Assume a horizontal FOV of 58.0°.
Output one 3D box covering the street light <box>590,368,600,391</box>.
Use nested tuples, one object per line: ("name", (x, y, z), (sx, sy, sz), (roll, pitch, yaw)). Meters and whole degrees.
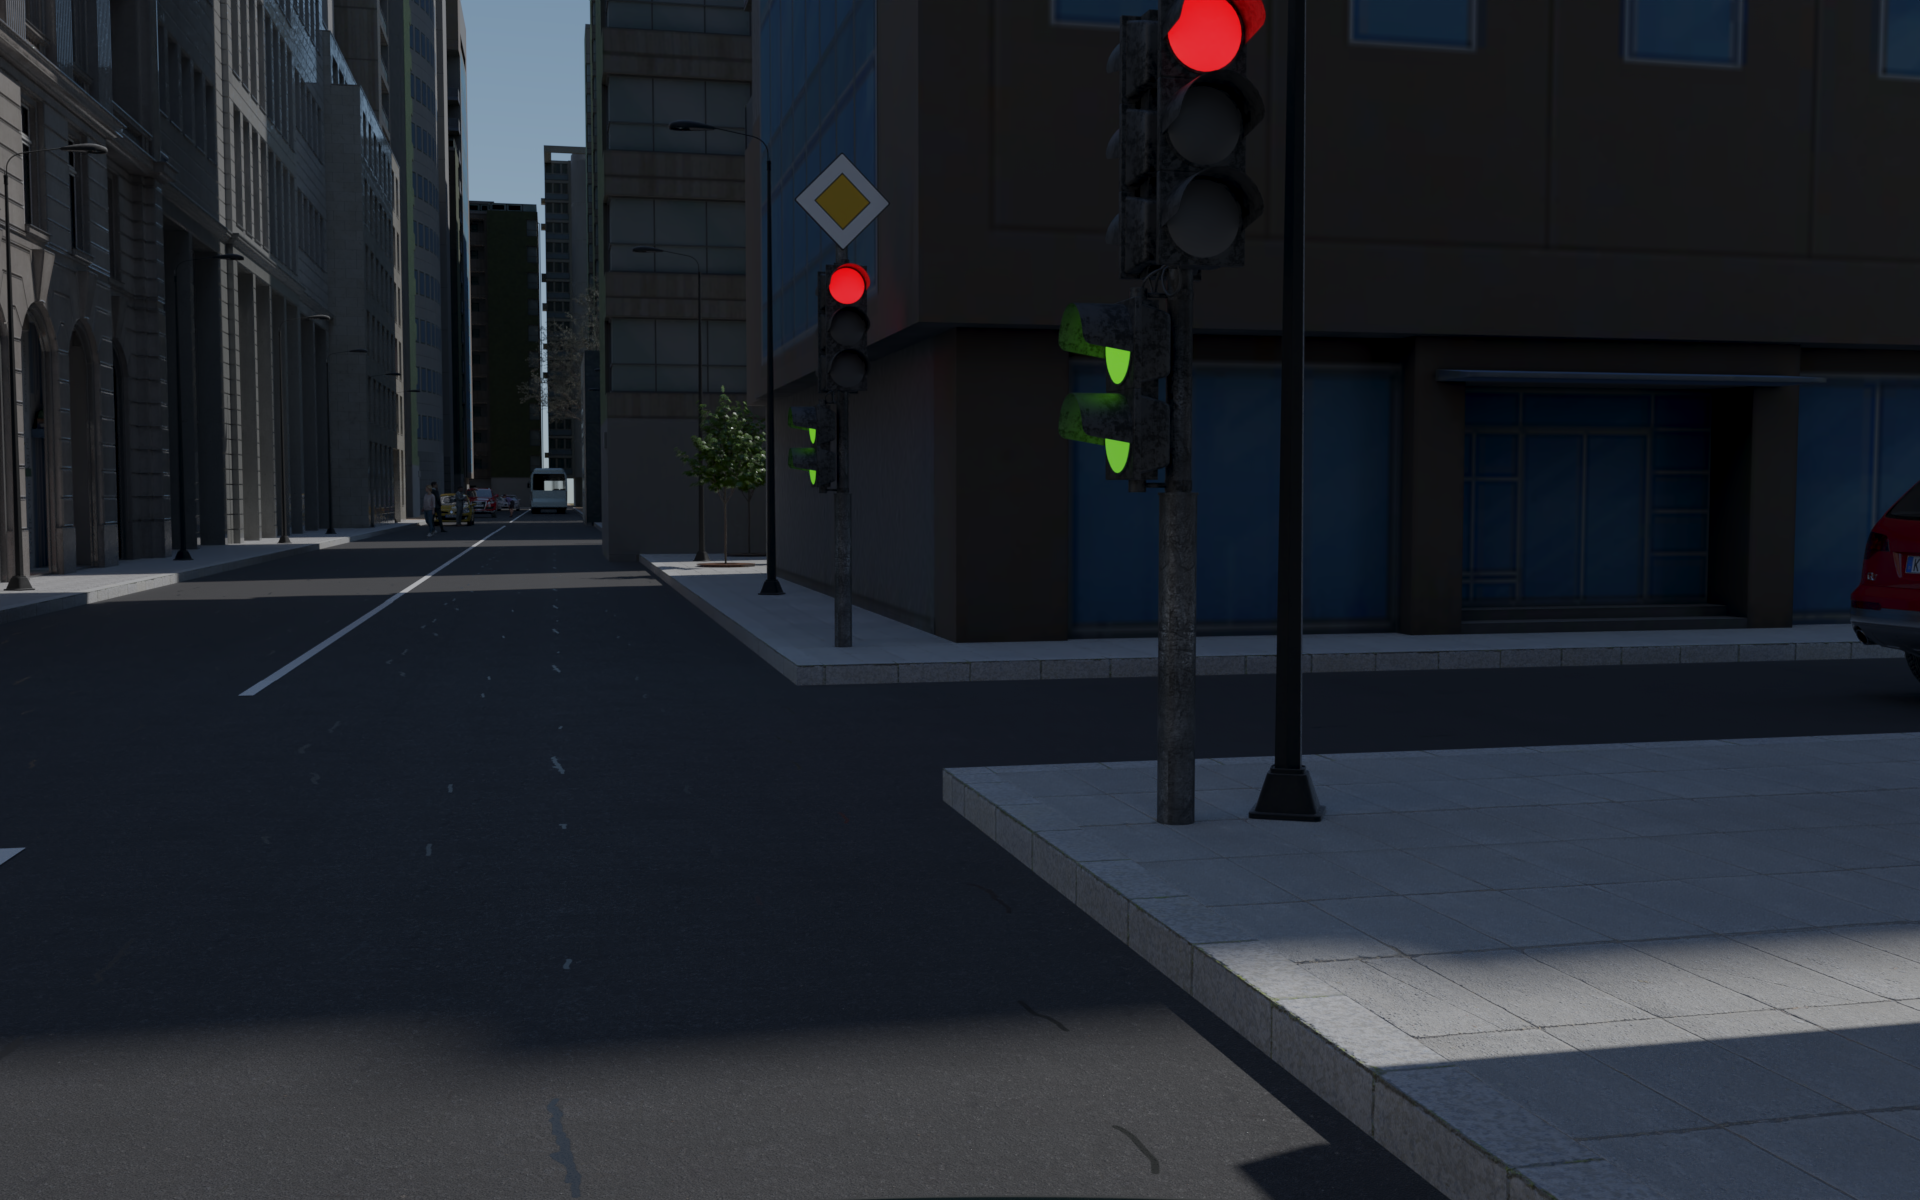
("street light", (-12.820, -5.610, 64.269), (1.470, 5.913, 1.316), (-1, 4, -13))

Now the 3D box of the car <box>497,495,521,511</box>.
("car", (-38.715, -8.326, 148.486), (2.083, 1.381, 4.827), (-1, 4, -13))

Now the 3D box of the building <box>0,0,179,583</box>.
("building", (-19.192, -11.034, 22.202), (13.314, 21.916, 24.055), (-1, 4, -13))

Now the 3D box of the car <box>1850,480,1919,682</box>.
("car", (8.817, -0.196, 11.871), (5.304, 1.827, 2.281), (-1, 4, -14))

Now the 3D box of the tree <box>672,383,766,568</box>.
("tree", (-4.263, -2.196, 30.501), (1.663, 3.219, 1.824), (0, 3, 0))

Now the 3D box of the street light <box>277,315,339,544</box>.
("street light", (-17.033, -4.429, 44.961), (1.470, 5.913, 1.316), (-1, 4, -13))

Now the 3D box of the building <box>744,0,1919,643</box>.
("building", (4.998, -22.709, 21.405), (14.200, 45.320, 14.600), (-1, 4, -13))

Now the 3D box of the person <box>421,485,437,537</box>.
("person", (-17.892, -3.014, 58.452), (0.731, 1.740, 0.598), (2, 4, 24))

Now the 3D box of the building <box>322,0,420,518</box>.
("building", (-36.333, -24.866, 90.160), (14.154, 41.232, 14.086), (-1, 4, -13))

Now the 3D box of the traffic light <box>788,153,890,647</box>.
("traffic light", (-0.999, -1.560, 14.435), (0.839, 4.253, 0.868), (-1, 4, -13))

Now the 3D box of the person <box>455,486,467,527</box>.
("person", (-22.066, -4.155, 76.621), (0.466, 1.800, 0.511), (0, 4, -1))

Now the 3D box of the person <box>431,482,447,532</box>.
("person", (-19.655, -3.498, 65.058), (0.648, 1.900, 0.474), (2, 4, 25))

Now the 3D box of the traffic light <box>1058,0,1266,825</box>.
("traffic light", (0.825, -1.085, 6.660), (0.839, 4.253, 0.868), (-1, 4, -13))

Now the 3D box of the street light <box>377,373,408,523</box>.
("street light", (-22.033, -5.727, 66.185), (1.470, 5.913, 1.316), (-1, 4, -13))

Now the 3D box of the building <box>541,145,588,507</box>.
("building", (-32.600, -30.237, 186.249), (23.993, 40.220, 32.217), (-1, 4, -13))

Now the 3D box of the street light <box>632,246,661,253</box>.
("street light", (-5.446, -3.680, 32.712), (1.470, 5.913, 1.316), (-1, 4, -13))

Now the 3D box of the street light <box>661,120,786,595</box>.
("street light", (-2.931, -3.013, 21.808), (1.470, 5.913, 1.316), (-1, 4, -13))

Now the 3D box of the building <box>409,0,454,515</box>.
("building", (-44.444, -34.768, 110.449), (21.231, 58.520, 28.212), (-1, 4, -13))

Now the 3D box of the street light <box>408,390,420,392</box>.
("street light", (-24.669, -6.389, 76.996), (1.470, 5.913, 1.316), (-1, 4, -13))

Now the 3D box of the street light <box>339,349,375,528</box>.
("street light", (-19.633, -5.071, 55.446), (1.470, 5.913, 1.316), (-1, 4, -13))

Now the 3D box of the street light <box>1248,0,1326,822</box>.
("street light", (0.783, -2.085, 6.639), (1.470, 5.913, 1.316), (-1, 4, -13))

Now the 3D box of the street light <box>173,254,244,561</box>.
("street light", (-14.531, -3.729, 33.518), (1.470, 5.913, 1.316), (-1, 4, -13))

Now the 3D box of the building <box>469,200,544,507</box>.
("building", (-49.002, -24.548, 173.064), (14.107, 30.474, 14.160), (-1, 4, -13))

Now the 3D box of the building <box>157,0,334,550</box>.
("building", (-25.346, -16.569, 48.401), (11.434, 29.767, 29.804), (-1, 4, -13))

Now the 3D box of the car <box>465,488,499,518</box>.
("car", (-29.388, -5.948, 105.929), (2.281, 1.827, 5.304), (-1, 4, -14))

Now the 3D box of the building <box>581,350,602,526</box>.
("building", (-4.809, -46.506, 73.037), (22.319, 86.520, 31.000), (-1, 4, -13))

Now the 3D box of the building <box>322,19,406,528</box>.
("building", (-29.259, -13.269, 71.693), (10.420, 20.320, 16.860), (-1, 4, -13))

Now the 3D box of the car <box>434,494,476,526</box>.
("car", (-23.057, -4.199, 78.870), (2.015, 1.641, 3.980), (-1, 4, -13))

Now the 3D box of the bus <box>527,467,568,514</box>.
("bus", (-31.086, -8.299, 130.545), (2.948, 3.499, 13.247), (-1, 4, -14))

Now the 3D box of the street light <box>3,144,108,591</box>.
("street light", (-12.004, -3.087, 23.015), (1.470, 5.913, 1.316), (-1, 4, -13))

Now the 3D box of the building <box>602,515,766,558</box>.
("building", (-2.176, -22.026, 43.724), (14.154, 41.232, 14.086), (-1, 4, -13))

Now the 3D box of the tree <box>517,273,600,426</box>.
("tree", (-18.740, -11.210, 93.652), (12.009, 13.543, 11.850), (0, 3, 0))

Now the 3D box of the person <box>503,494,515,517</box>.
("person", (-27.696, -5.788, 106.371), (0.697, 1.427, 0.421), (-1, 4, -12))

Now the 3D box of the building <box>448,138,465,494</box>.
("building", (-46.000, -22.109, 133.183), (14.160, 30.474, 14.107), (-1, 4, -13))

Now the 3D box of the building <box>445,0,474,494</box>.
("building", (-50.091, -30.563, 149.819), (14.200, 45.320, 14.600), (-1, 4, -13))
